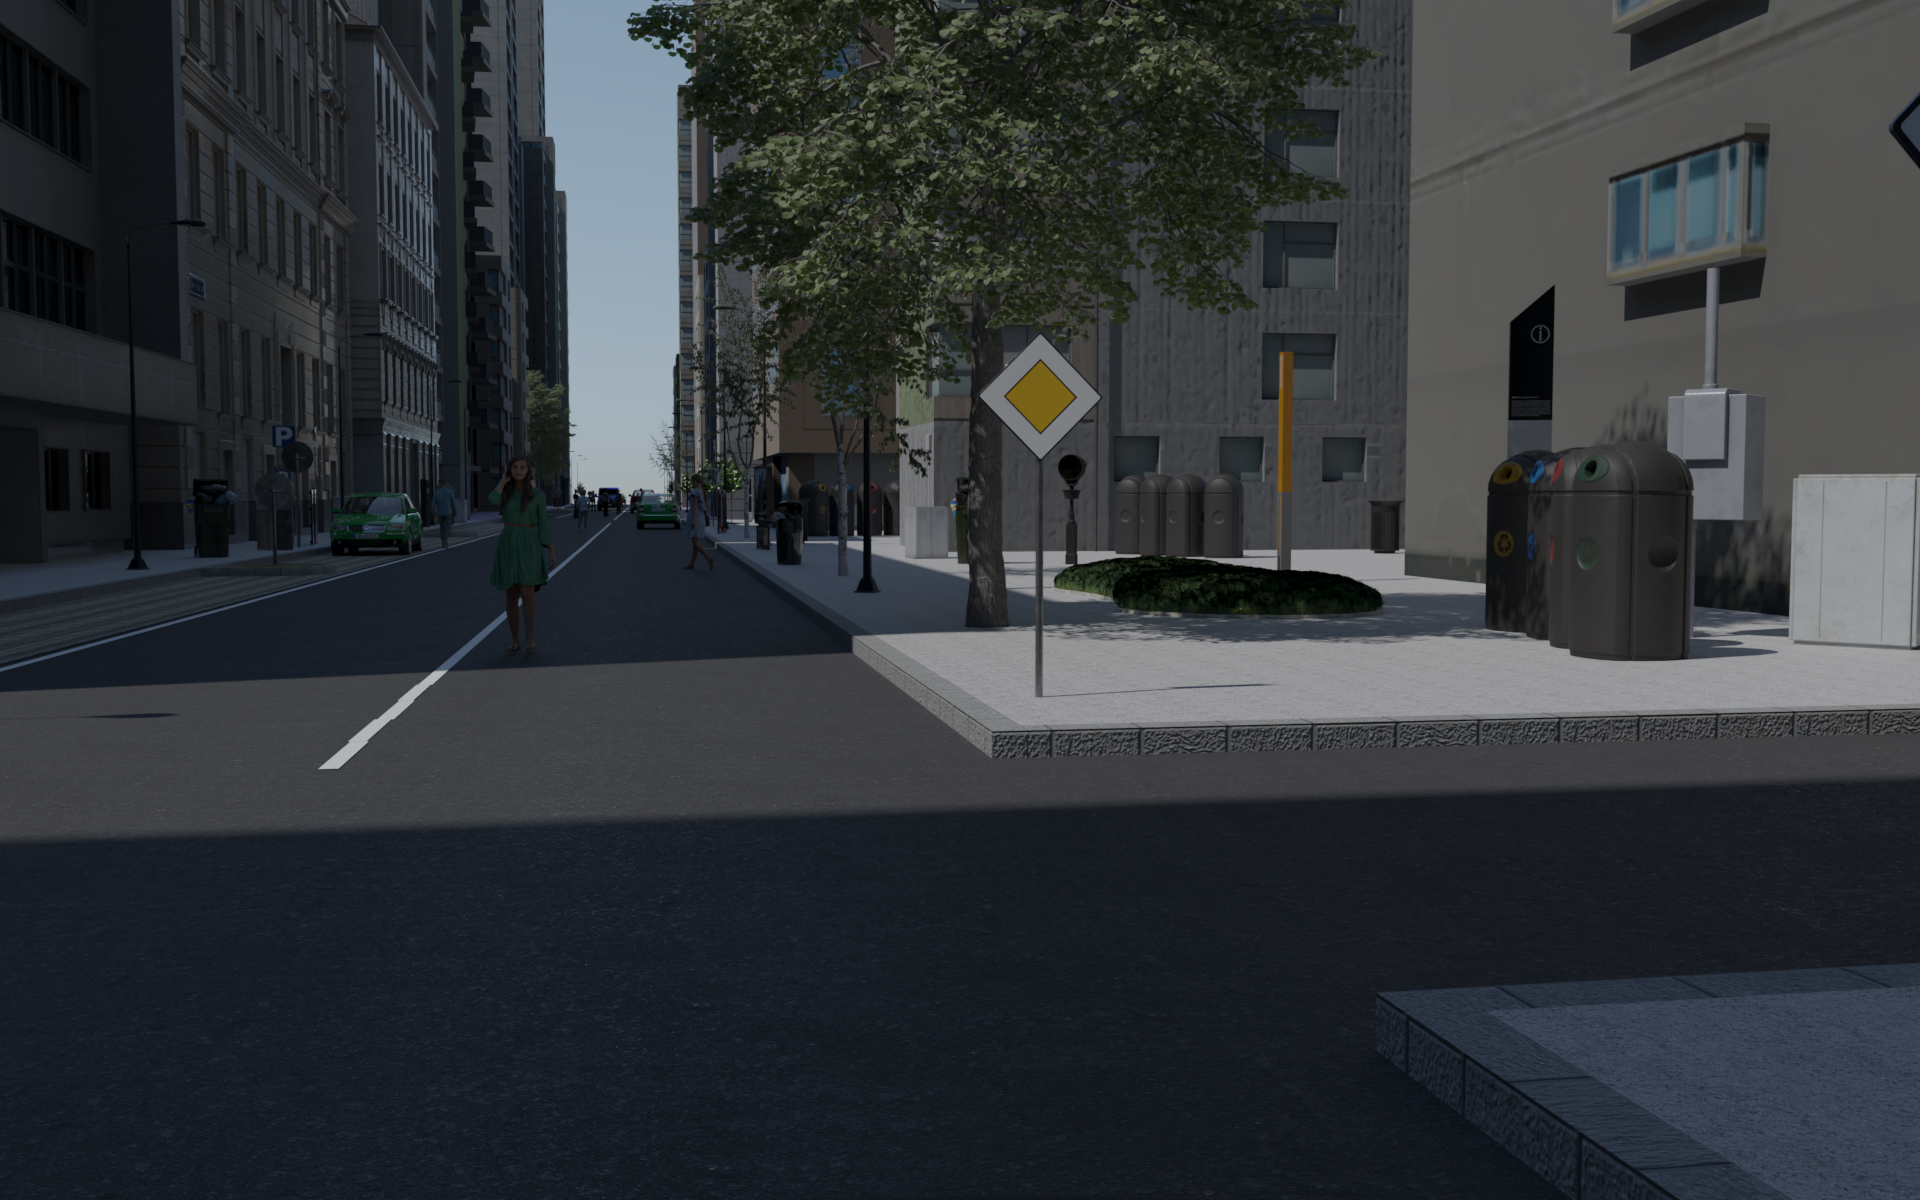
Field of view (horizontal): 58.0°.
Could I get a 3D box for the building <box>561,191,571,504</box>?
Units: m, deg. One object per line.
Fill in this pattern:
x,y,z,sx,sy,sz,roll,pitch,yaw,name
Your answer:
-58.465,-33.161,225.777,14.154,41.232,14.086,-1,4,-10,building

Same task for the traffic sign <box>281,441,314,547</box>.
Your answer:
-15.951,-2.545,41.717,0.768,2.556,0.104,0,4,-2,traffic sign

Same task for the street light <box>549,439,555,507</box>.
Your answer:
-34.757,-10.598,145.814,1.470,5.913,1.316,-1,4,-10,street light

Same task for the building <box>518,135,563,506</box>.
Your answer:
-51.975,-31.056,191.367,14.154,41.232,14.086,-1,4,-10,building

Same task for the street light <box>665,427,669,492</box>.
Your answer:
-19.328,-8.964,119.105,1.470,5.913,1.316,-1,4,-10,street light

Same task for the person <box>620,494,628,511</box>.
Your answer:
-28.142,-8.088,143.996,1.065,1.426,0.557,0,4,-3,person

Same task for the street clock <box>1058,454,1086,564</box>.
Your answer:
2.036,-1.652,31.575,0.471,2.002,0.358,1,4,20,street clock

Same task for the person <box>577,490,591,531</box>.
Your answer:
-14.677,-3.504,67.593,0.589,1.601,0.330,1,4,8,person

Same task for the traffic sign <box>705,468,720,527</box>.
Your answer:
-9.607,-3.993,67.412,0.606,2.300,0.079,0,4,-2,traffic sign

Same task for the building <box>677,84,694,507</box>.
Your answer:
-21.766,-30.216,177.632,14.154,41.232,14.086,-1,4,-10,building

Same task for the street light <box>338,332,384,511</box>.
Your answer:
-17.215,-4.722,49.742,1.470,5.913,1.316,-1,4,-10,street light

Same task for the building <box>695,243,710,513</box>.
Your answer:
-5.940,-17.646,133.555,27.650,21.520,28.899,-1,4,-10,building

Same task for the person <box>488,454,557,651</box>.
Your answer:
-3.995,-0.430,15.780,0.600,1.795,0.529,-1,4,-18,person

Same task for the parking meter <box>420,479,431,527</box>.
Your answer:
-20.710,-3.754,67.091,0.255,1.863,0.399,0,4,7,parking meter

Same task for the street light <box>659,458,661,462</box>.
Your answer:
-26.765,-11.458,159.883,1.470,5.913,1.316,-1,4,-10,street light

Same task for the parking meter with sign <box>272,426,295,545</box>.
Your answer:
-16.990,-2.887,43.471,0.543,3.016,1.738,-1,4,-18,parking meter with sign

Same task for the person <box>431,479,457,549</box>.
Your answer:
-13.658,-2.286,45.732,0.638,1.841,0.748,0,4,4,person

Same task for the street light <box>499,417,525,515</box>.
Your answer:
-27.302,-8.104,105.040,1.470,5.913,1.316,-1,4,-10,street light

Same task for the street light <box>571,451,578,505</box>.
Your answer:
-42.165,-13.084,186.457,1.470,5.913,1.316,-1,4,-10,street light

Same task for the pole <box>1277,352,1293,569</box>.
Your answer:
4.688,-1.904,24.975,0.158,3.312,0.155,0,3,0,pole

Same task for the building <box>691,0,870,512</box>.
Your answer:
-16.396,-30.745,152.791,14.600,45.320,14.200,-1,4,-10,building

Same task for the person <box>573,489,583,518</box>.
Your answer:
-22.544,-5.694,102.405,0.742,1.727,0.445,0,4,3,person

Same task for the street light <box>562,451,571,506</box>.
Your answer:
-38.356,-11.831,165.976,1.470,5.913,1.316,-1,4,-10,street light

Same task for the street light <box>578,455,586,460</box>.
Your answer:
-45.854,-14.337,206.952,1.470,5.913,1.316,-1,4,-10,street light

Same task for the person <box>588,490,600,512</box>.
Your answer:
-29.170,-7.863,137.768,1.217,1.736,0.721,-1,4,-17,person

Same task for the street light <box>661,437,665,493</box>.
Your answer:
-23.108,-10.211,139.483,1.470,5.913,1.316,-1,4,-10,street light

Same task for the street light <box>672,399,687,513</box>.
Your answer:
-13.164,-6.862,84.736,1.470,5.913,1.316,-1,4,-10,street light

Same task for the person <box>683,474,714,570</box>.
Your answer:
-4.918,-1.478,32.762,0.778,1.811,0.616,2,4,31,person

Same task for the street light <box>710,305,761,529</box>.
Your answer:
-5.365,-4.294,42.750,1.470,5.913,1.316,-1,4,-10,street light

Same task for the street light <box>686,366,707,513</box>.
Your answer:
-9.125,-5.541,63.131,1.470,5.913,1.316,-1,4,-10,street light

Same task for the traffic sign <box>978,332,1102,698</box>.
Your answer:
0.496,-0.442,10.872,0.795,2.450,0.064,-1,4,-10,traffic sign

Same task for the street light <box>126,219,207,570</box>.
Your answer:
-13.423,-3.472,29.312,1.470,5.913,1.316,-1,4,-10,street light

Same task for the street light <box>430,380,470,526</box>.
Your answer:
-20.873,-5.978,70.277,1.470,5.913,1.316,-1,4,-10,street light

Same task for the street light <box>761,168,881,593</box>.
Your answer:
-1.742,-3.046,22.344,1.470,5.913,1.316,-1,4,-10,street light

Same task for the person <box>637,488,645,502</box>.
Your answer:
-21.647,-6.660,117.261,0.599,1.838,0.709,1,4,12,person

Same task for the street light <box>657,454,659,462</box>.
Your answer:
-30.586,-12.713,180.397,1.470,5.913,1.316,-1,4,-10,street light

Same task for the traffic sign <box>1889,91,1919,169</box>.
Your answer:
1.929,0.038,3.016,0.795,2.450,0.064,-1,4,-10,traffic sign

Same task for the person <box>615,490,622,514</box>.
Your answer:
-25.024,-7.198,126.736,0.434,1.755,0.990,-3,4,-39,person

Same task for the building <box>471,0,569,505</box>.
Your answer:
-57.844,-47.017,206.986,20.563,71.187,20.611,-1,4,-10,building

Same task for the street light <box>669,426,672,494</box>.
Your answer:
-15.685,-7.716,98.703,1.470,5.913,1.316,-1,4,-10,street light

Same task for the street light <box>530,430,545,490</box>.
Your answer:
-30.975,-9.351,125.437,1.470,5.913,1.316,-1,4,-10,street light

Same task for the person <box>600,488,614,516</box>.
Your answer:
-22.771,-6.298,111.476,1.348,1.823,0.705,3,5,41,person

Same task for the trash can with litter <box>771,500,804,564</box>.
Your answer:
-3.199,-1.242,31.687,0.624,1.170,1.055,-1,4,-12,trash can with litter

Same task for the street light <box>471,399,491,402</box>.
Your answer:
-23.610,-6.857,84.646,1.470,5.913,1.316,-1,4,-10,street light

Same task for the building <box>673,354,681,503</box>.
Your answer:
-23.792,-23.528,229.727,27.650,21.520,28.899,-1,4,-10,building
